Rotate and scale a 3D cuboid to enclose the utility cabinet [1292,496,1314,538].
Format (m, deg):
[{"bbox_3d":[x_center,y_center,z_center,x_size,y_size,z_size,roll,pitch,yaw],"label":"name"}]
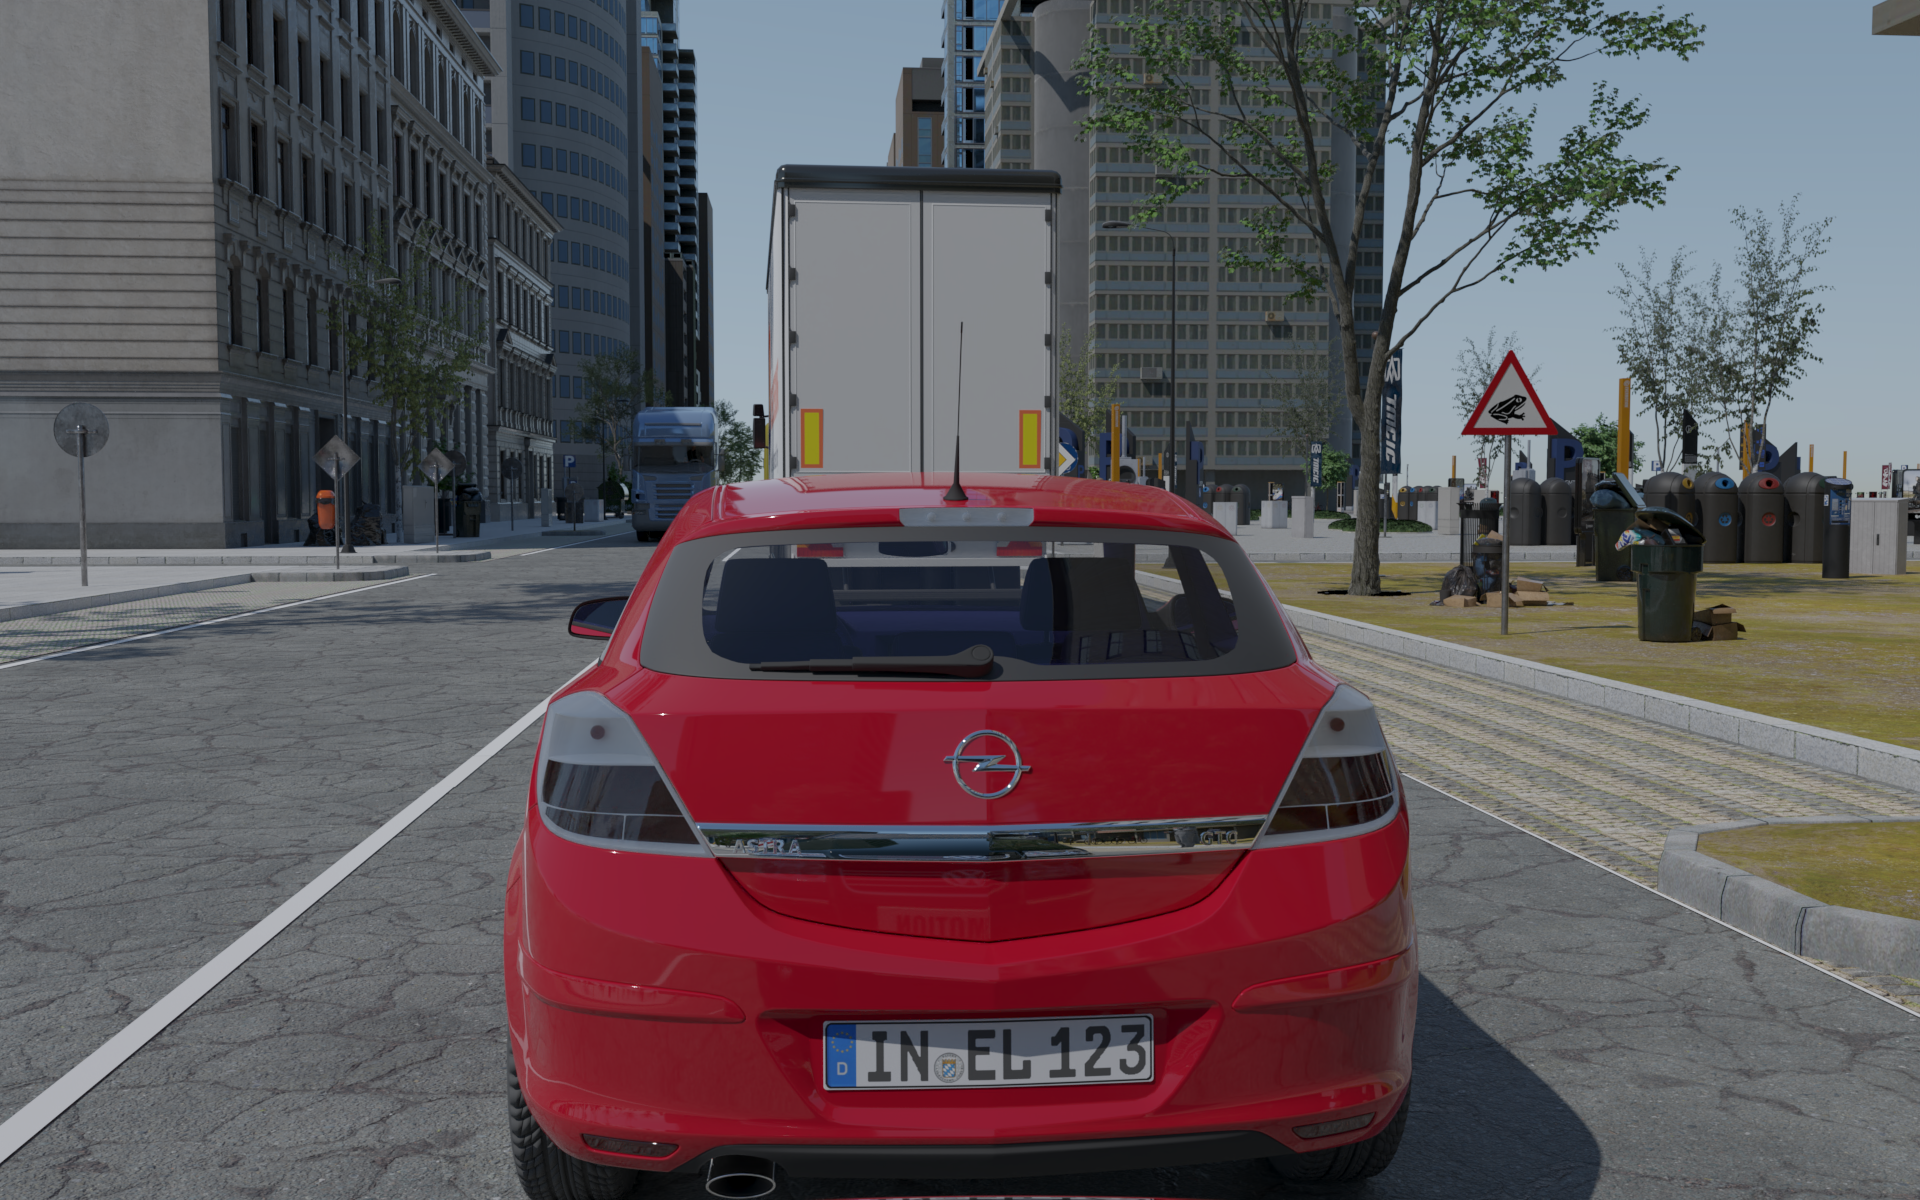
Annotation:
[{"bbox_3d":[10.048,-2.422,50.756,0.306,1.237,1.020,-1,4,-11],"label":"utility cabinet"}]

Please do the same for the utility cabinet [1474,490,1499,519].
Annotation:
[{"bbox_3d":[27.106,-4.925,89.207,1.173,1.500,0.318,2,4,33],"label":"utility cabinet"}]

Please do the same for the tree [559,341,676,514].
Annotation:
[{"bbox_3d":[-20.264,-10.402,104.492,8.767,10.594,7.601,1,4,18],"label":"tree"}]

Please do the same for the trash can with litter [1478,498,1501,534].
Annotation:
[{"bbox_3d":[16.846,-2.681,55.225,0.624,1.170,1.055,2,4,25],"label":"trash can with litter"}]

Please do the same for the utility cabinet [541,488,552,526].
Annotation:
[{"bbox_3d":[-16.331,-3.658,68.480,0.318,1.500,1.173,0,4,-7],"label":"utility cabinet"}]

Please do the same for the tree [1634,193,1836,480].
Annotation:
[{"bbox_3d":[19.639,-5.664,42.976,4.360,8.622,3.978,0,3,0],"label":"tree"}]

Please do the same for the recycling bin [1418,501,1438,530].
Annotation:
[{"bbox_3d":[16.834,-3.014,61.838,0.722,1.027,0.722,-3,5,-44],"label":"recycling bin"}]

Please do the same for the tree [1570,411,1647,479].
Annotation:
[{"bbox_3d":[25.406,-5.205,68.810,4.285,4.588,4.351,0,3,0],"label":"tree"}]

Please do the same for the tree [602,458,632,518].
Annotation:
[{"bbox_3d":[-18.664,-6.018,92.988,1.663,3.219,1.824,0,3,0],"label":"tree"}]

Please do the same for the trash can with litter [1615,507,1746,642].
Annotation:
[{"bbox_3d":[6.352,-0.235,15.225,1.055,1.170,0.624,-2,4,-25],"label":"trash can with litter"}]

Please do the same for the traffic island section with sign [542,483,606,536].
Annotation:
[{"bbox_3d":[-13.323,-3.134,59.868,1.989,1.847,2.006,0,4,-5],"label":"traffic island section with sign"}]

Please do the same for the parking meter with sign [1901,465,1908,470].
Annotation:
[{"bbox_3d":[57.275,-6.570,103.673,1.738,3.016,0.543,0,4,-6],"label":"parking meter with sign"}]

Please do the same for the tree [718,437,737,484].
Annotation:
[{"bbox_3d":[-28.662,-15.700,207.062,4.360,8.622,3.978,0,3,0],"label":"tree"}]

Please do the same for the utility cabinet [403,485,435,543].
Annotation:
[{"bbox_3d":[-14.070,-2.226,45.071,0.318,1.500,1.173,1,4,9],"label":"utility cabinet"}]

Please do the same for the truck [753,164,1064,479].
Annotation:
[{"bbox_3d":[-1.008,-1.928,20.440,2.839,4.237,11.283,0,4,-7],"label":"truck"}]

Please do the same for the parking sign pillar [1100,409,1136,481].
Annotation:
[{"bbox_3d":[4.965,-4.047,54.644,1.447,3.967,1.447,-3,4,-36],"label":"parking sign pillar"}]

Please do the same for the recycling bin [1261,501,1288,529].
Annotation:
[{"bbox_3d":[11.697,-3.173,64.435,0.722,1.027,0.722,-1,4,-22],"label":"recycling bin"}]

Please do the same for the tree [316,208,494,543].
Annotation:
[{"bbox_3d":[-14.626,-5.832,45.711,4.737,8.622,4.395,0,3,0],"label":"tree"}]

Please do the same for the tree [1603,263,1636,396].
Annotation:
[{"bbox_3d":[20.994,-6.159,51.065,4.360,8.622,3.978,0,3,0],"label":"tree"}]

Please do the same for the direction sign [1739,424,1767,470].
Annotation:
[{"bbox_3d":[25.686,-3.926,56.183,0.379,3.537,0.876,-3,4,-36],"label":"direction sign"}]

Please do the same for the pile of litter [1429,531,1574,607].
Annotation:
[{"bbox_3d":[6.279,-0.371,20.024,1.719,0.858,1.176,0,4,7],"label":"pile of litter"}]

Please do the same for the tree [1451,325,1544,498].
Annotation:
[{"bbox_3d":[23.579,-7.728,76.720,4.360,8.622,3.978,0,3,0],"label":"tree"}]

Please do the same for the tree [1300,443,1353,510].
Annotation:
[{"bbox_3d":[23.265,-7.724,110.008,4.285,4.588,4.351,0,3,0],"label":"tree"}]

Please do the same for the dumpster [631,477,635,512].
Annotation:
[{"bbox_3d":[-18.720,-5.779,96.988,1.502,2.255,1.985,0,4,-5],"label":"dumpster"}]

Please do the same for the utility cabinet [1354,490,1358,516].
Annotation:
[{"bbox_3d":[23.385,-5.600,100.244,1.173,1.500,0.318,-1,4,-19],"label":"utility cabinet"}]

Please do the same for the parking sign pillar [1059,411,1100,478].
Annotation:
[{"bbox_3d":[2.974,-3.782,50.307,1.447,3.967,1.447,3,4,37],"label":"parking sign pillar"}]

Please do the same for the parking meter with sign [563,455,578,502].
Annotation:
[{"bbox_3d":[-17.165,-4.913,76.583,0.543,3.016,1.738,-1,4,-19],"label":"parking meter with sign"}]

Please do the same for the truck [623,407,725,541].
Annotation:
[{"bbox_3d":[-9.222,-4.261,59.429,2.967,4.110,18.799,0,4,-5],"label":"truck"}]

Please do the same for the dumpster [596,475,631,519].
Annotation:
[{"bbox_3d":[-18.064,-5.347,89.921,1.502,2.255,1.985,0,4,-5],"label":"dumpster"}]

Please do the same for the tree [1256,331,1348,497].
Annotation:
[{"bbox_3d":[15.548,-7.753,77.128,4.360,8.622,3.978,0,3,0],"label":"tree"}]

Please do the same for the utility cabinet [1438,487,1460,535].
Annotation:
[{"bbox_3d":[15.408,-2.807,54.577,0.318,1.500,1.173,0,4,-3],"label":"utility cabinet"}]

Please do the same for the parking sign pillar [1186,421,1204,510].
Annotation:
[{"bbox_3d":[8.722,-4.642,64.367,1.447,3.967,1.447,1,4,19],"label":"parking sign pillar"}]

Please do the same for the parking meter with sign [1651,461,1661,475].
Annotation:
[{"bbox_3d":[36.319,-5.700,89.450,0.543,3.016,1.738,0,4,-2],"label":"parking meter with sign"}]

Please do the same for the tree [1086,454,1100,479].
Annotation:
[{"bbox_3d":[5.338,-4.203,63.326,1.663,3.219,1.824,0,3,0],"label":"tree"}]

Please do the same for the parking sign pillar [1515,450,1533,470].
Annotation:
[{"bbox_3d":[34.324,-7.158,105.511,1.447,3.967,1.447,-1,4,-13],"label":"parking sign pillar"}]

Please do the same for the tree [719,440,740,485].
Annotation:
[{"bbox_3d":[-30.001,-16.580,221.452,4.737,8.622,4.395,0,3,0],"label":"tree"}]

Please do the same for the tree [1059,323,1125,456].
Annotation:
[{"bbox_3d":[4.990,-7.645,75.350,4.737,8.622,4.395,0,3,0],"label":"tree"}]

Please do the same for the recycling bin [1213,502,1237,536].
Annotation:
[{"bbox_3d":[8.197,-2.508,53.560,0.722,1.027,0.722,0,4,7],"label":"recycling bin"}]

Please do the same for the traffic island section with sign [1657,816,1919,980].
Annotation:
[{"bbox_3d":[3.532,0.171,5.832,1.989,1.847,2.006,0,4,-5],"label":"traffic island section with sign"}]

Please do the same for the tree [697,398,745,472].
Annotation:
[{"bbox_3d":[-26.869,-16.015,187.606,9.928,11.665,9.643,0,3,0],"label":"tree"}]

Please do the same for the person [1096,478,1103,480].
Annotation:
[{"bbox_3d":[2.818,-1.567,34.663,0.362,1.759,0.519,0,4,-4],"label":"person"}]

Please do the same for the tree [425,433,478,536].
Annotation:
[{"bbox_3d":[-15.959,-3.600,53.463,1.663,3.219,1.824,0,3,0],"label":"tree"}]

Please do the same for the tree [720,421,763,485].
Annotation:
[{"bbox_3d":[-33.797,-21.426,268.437,7.486,12.596,7.792,0,3,0],"label":"tree"}]

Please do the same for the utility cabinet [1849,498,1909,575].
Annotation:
[{"bbox_3d":[14.729,-1.028,27.973,0.306,1.237,1.020,-2,4,-29],"label":"utility cabinet"}]

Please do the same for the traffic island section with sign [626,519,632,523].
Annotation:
[{"bbox_3d":[-15.735,-4.803,87.161,1.989,1.847,2.006,0,4,-5],"label":"traffic island section with sign"}]

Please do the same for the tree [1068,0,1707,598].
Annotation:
[{"bbox_3d":[5.066,-5.856,21.506,9.928,11.665,9.643,0,3,0],"label":"tree"}]

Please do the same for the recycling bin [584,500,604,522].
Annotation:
[{"bbox_3d":[-16.948,-4.135,80.161,0.722,1.027,0.722,0,4,7],"label":"recycling bin"}]
